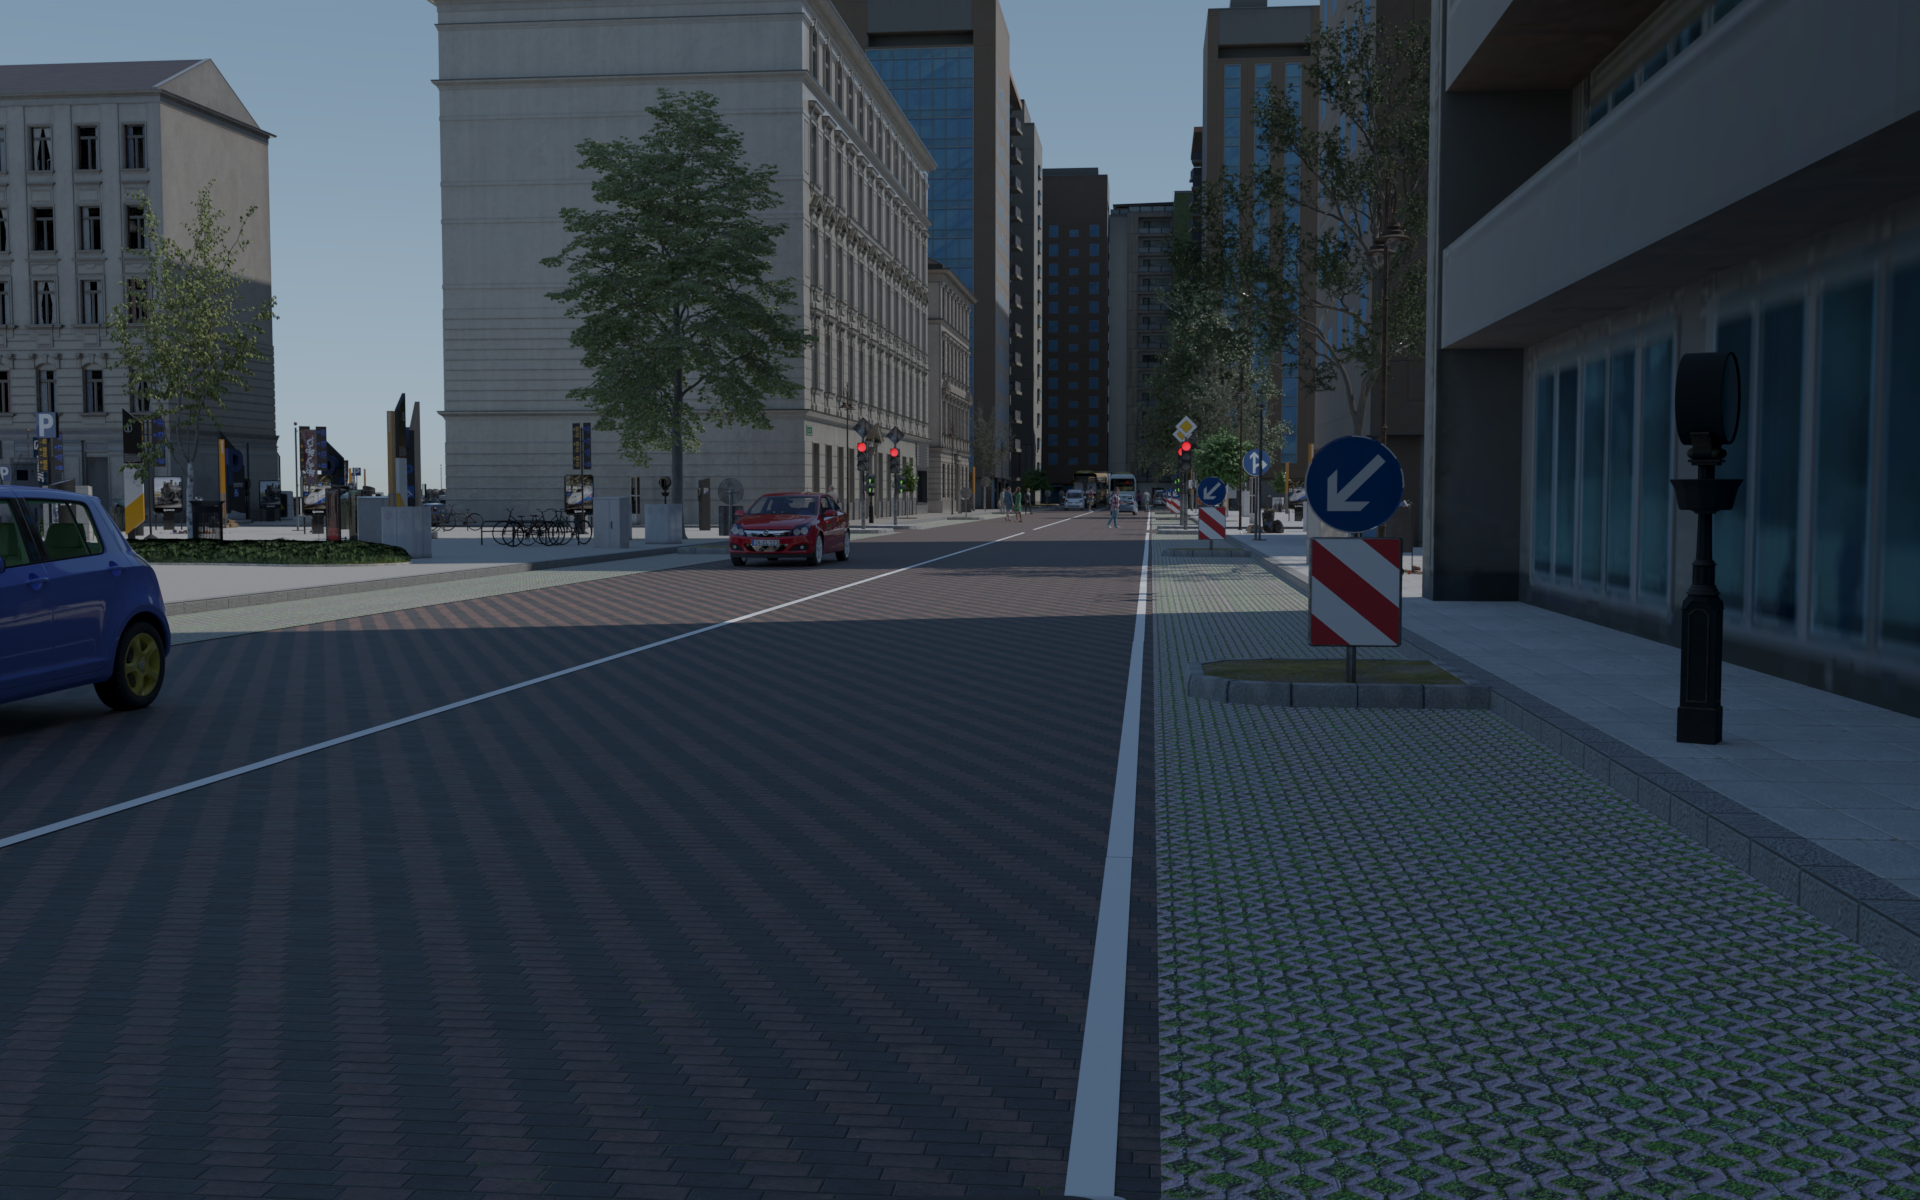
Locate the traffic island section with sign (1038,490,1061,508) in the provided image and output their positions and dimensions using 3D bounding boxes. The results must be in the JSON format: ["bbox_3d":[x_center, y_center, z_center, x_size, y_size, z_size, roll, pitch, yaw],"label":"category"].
[{"bbox_3d":[8.806,-10.022,172.479,1.989,1.847,2.006,0,4,6],"label":"traffic island section with sign"}]

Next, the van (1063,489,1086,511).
[{"bbox_3d":[9.908,-8.731,149.755,2.013,2.044,4.112,0,4,6],"label":"van"}]

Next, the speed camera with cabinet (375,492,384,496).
[{"bbox_3d":[-44.926,-8.607,135.063,2.038,3.252,0.660,-1,4,-23],"label":"speed camera with cabinet"}]

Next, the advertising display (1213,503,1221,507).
[{"bbox_3d":[12.679,-4.930,85.815,0.123,1.923,0.974,2,4,35],"label":"advertising display"}]

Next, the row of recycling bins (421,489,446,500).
[{"bbox_3d":[-39.948,-7.603,131.425,3.534,1.692,1.069,3,5,42],"label":"row of recycling bins"}]

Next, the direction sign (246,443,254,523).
[{"bbox_3d":[-31.574,-5.190,76.854,0.379,3.537,0.876,-2,4,-26],"label":"direction sign"}]

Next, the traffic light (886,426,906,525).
[{"bbox_3d":[-2.644,-5.034,71.229,0.839,4.253,0.868,0,4,6],"label":"traffic light"}]

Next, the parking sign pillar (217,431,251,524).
[{"bbox_3d":[-31.166,-5.238,74.114,1.447,3.967,1.447,1,4,10],"label":"parking sign pillar"}]

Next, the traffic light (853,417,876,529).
[{"bbox_3d":[-3.520,-4.549,63.292,0.839,4.253,0.868,0,4,6],"label":"traffic light"}]

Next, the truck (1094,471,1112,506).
[{"bbox_3d":[17.517,-13.965,217.247,2.839,4.237,11.283,0,4,8],"label":"truck"}]

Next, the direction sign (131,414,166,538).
[{"bbox_3d":[-23.124,-3.511,49.400,0.876,3.537,0.379,-2,4,-32],"label":"direction sign"}]

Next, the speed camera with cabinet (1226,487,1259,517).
[{"bbox_3d":[15.758,-6.273,96.900,2.038,3.252,0.660,0,4,-3],"label":"speed camera with cabinet"}]

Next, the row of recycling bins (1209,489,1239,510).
[{"bbox_3d":[20.894,-7.932,136.798,1.069,1.692,3.534,-3,5,-44],"label":"row of recycling bins"}]

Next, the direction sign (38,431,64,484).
[{"bbox_3d":[-32.662,-4.298,62.267,0.379,3.537,0.876,2,4,35],"label":"direction sign"}]

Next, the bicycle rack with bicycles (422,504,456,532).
[{"bbox_3d":[-18.300,-2.836,59.753,2.925,0.926,2.852,1,4,11],"label":"bicycle rack with bicycles"}]

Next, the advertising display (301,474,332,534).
[{"bbox_3d":[-20.651,-3.084,55.643,0.974,1.923,0.123,-3,5,-43],"label":"advertising display"}]

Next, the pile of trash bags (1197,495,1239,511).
[{"bbox_3d":[19.643,-7.447,131.516,3.447,1.369,1.912,1,4,17],"label":"pile of trash bags"}]

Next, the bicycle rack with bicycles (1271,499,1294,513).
[{"bbox_3d":[22.511,-6.469,119.147,2.852,0.926,2.925,2,4,28],"label":"bicycle rack with bicycles"}]

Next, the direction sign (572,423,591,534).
[{"bbox_3d":[-12.028,-3.863,55.156,0.876,3.537,0.379,3,4,38],"label":"direction sign"}]

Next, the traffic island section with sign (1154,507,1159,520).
[{"bbox_3d":[11.752,-5.285,95.035,1.989,1.847,2.006,0,4,6],"label":"traffic island section with sign"}]

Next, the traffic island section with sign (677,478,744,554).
[{"bbox_3d":[-5.606,-2.029,41.809,1.989,1.847,2.006,0,4,6],"label":"traffic island section with sign"}]

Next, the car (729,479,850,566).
[{"bbox_3d":[-3.491,-1.644,35.919,2.155,1.783,4.494,0,4,8],"label":"car"}]

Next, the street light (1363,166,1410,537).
[{"bbox_3d":[6.080,-3.183,24.834,0.468,5.910,1.993,0,4,6],"label":"street light"}]

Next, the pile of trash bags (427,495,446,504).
[{"bbox_3d":[-34.135,-6.412,114.586,1.912,1.369,3.447,1,4,13],"label":"pile of trash bags"}]

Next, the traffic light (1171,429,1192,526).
[{"bbox_3d":[8.949,-4.957,69.970,0.839,4.253,0.868,0,4,6],"label":"traffic light"}]

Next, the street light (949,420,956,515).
[{"bbox_3d":[-0.486,-8.309,108.637,0.468,5.910,1.993,0,4,6],"label":"street light"}]

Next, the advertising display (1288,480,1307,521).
[{"bbox_3d":[15.906,-4.658,81.377,0.974,1.923,0.123,1,4,9],"label":"advertising display"}]

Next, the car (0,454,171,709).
[{"bbox_3d":[-6.373,-0.045,10.330,1.945,1.707,3.694,0,4,4],"label":"car"}]

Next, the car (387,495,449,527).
[{"bbox_3d":[-23.088,-3.570,70.367,4.499,1.417,2.014,1,4,8],"label":"car"}]

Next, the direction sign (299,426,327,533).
[{"bbox_3d":[-21.565,-4.025,57.805,0.876,3.537,0.379,-2,4,-33],"label":"direction sign"}]

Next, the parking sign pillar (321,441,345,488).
[{"bbox_3d":[-31.675,-6.056,87.487,1.447,3.967,1.447,2,4,32],"label":"parking sign pillar"}]

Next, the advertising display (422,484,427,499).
[{"bbox_3d":[-33.338,-6.275,107.807,0.123,1.923,0.974,-2,4,-27],"label":"advertising display"}]

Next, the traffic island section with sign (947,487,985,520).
[{"bbox_3d":[0.366,-5.347,96.046,1.989,1.847,2.006,0,4,6],"label":"traffic island section with sign"}]

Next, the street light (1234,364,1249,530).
[{"bbox_3d":[9.970,-5.423,61.458,0.468,5.910,1.993,0,4,6],"label":"street light"}]

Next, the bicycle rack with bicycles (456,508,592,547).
[{"bbox_3d":[-10.568,-1.835,43.391,2.925,0.926,2.852,-3,5,-39],"label":"bicycle rack with bicycles"}]

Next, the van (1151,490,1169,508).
[{"bbox_3d":[20.875,-10.561,179.681,2.013,2.044,4.112,0,4,5],"label":"van"}]

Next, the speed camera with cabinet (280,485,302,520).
[{"bbox_3d":[-33.055,-5.597,85.838,2.038,3.252,0.660,-1,4,-13],"label":"speed camera with cabinet"}]

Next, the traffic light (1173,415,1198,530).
[{"bbox_3d":[8.073,-4.472,62.033,0.839,4.253,0.868,0,4,6],"label":"traffic light"}]

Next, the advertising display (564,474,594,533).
[{"bbox_3d":[-12.479,-3.153,56.758,0.974,1.923,0.123,-2,4,-32],"label":"advertising display"}]

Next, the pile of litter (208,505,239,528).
[{"bbox_3d":[-28.095,-3.196,66.215,1.176,0.858,1.719,1,4,12],"label":"pile of litter"}]

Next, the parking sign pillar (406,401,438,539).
[{"bbox_3d":[-15.802,-3.752,49.815,1.447,3.967,1.447,-1,4,-10],"label":"parking sign pillar"}]

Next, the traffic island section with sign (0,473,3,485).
[{"bbox_3d":[-8.636,-0.352,14.383,1.989,1.847,2.006,0,4,6],"label":"traffic island section with sign"}]

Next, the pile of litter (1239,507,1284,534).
[{"bbox_3d":[9.883,-2.611,56.649,1.719,0.858,1.176,-1,4,-17],"label":"pile of litter"}]

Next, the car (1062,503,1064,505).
[{"bbox_3d":[13.652,-12.779,218.533,1.945,1.707,3.694,0,4,5],"label":"car"}]

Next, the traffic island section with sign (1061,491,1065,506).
[{"bbox_3d":[11.761,-11.660,199.273,1.989,1.847,2.006,0,4,6],"label":"traffic island section with sign"}]

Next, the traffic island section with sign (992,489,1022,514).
[{"bbox_3d":[3.363,-6.999,123.062,1.989,1.847,2.006,0,4,6],"label":"traffic island section with sign"}]

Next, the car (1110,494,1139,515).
[{"bbox_3d":[11.211,-6.503,118.330,2.014,1.417,4.499,0,4,8],"label":"car"}]

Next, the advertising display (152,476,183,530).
[{"bbox_3d":[-28.263,-3.462,61.813,0.974,1.923,0.123,-2,4,-35],"label":"advertising display"}]

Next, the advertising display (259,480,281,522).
[{"bbox_3d":[-32.259,-4.634,80.986,0.974,1.923,0.123,-2,4,-35],"label":"advertising display"}]

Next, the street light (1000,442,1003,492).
[{"bbox_3d":[3.527,-10.570,145.610,0.468,5.910,1.993,0,4,6],"label":"street light"}]

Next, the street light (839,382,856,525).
[{"bbox_3d":[-4.659,-6.053,71.749,0.468,5.910,1.993,0,4,6],"label":"street light"}]

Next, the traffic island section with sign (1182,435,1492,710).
[{"bbox_3d":[2.641,-0.236,12.480,1.989,1.847,2.006,0,4,6],"label":"traffic island section with sign"}]

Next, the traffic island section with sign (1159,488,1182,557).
[{"bbox_3d":[5.672,-1.916,39.952,1.989,1.847,2.006,0,4,6],"label":"traffic island section with sign"}]
